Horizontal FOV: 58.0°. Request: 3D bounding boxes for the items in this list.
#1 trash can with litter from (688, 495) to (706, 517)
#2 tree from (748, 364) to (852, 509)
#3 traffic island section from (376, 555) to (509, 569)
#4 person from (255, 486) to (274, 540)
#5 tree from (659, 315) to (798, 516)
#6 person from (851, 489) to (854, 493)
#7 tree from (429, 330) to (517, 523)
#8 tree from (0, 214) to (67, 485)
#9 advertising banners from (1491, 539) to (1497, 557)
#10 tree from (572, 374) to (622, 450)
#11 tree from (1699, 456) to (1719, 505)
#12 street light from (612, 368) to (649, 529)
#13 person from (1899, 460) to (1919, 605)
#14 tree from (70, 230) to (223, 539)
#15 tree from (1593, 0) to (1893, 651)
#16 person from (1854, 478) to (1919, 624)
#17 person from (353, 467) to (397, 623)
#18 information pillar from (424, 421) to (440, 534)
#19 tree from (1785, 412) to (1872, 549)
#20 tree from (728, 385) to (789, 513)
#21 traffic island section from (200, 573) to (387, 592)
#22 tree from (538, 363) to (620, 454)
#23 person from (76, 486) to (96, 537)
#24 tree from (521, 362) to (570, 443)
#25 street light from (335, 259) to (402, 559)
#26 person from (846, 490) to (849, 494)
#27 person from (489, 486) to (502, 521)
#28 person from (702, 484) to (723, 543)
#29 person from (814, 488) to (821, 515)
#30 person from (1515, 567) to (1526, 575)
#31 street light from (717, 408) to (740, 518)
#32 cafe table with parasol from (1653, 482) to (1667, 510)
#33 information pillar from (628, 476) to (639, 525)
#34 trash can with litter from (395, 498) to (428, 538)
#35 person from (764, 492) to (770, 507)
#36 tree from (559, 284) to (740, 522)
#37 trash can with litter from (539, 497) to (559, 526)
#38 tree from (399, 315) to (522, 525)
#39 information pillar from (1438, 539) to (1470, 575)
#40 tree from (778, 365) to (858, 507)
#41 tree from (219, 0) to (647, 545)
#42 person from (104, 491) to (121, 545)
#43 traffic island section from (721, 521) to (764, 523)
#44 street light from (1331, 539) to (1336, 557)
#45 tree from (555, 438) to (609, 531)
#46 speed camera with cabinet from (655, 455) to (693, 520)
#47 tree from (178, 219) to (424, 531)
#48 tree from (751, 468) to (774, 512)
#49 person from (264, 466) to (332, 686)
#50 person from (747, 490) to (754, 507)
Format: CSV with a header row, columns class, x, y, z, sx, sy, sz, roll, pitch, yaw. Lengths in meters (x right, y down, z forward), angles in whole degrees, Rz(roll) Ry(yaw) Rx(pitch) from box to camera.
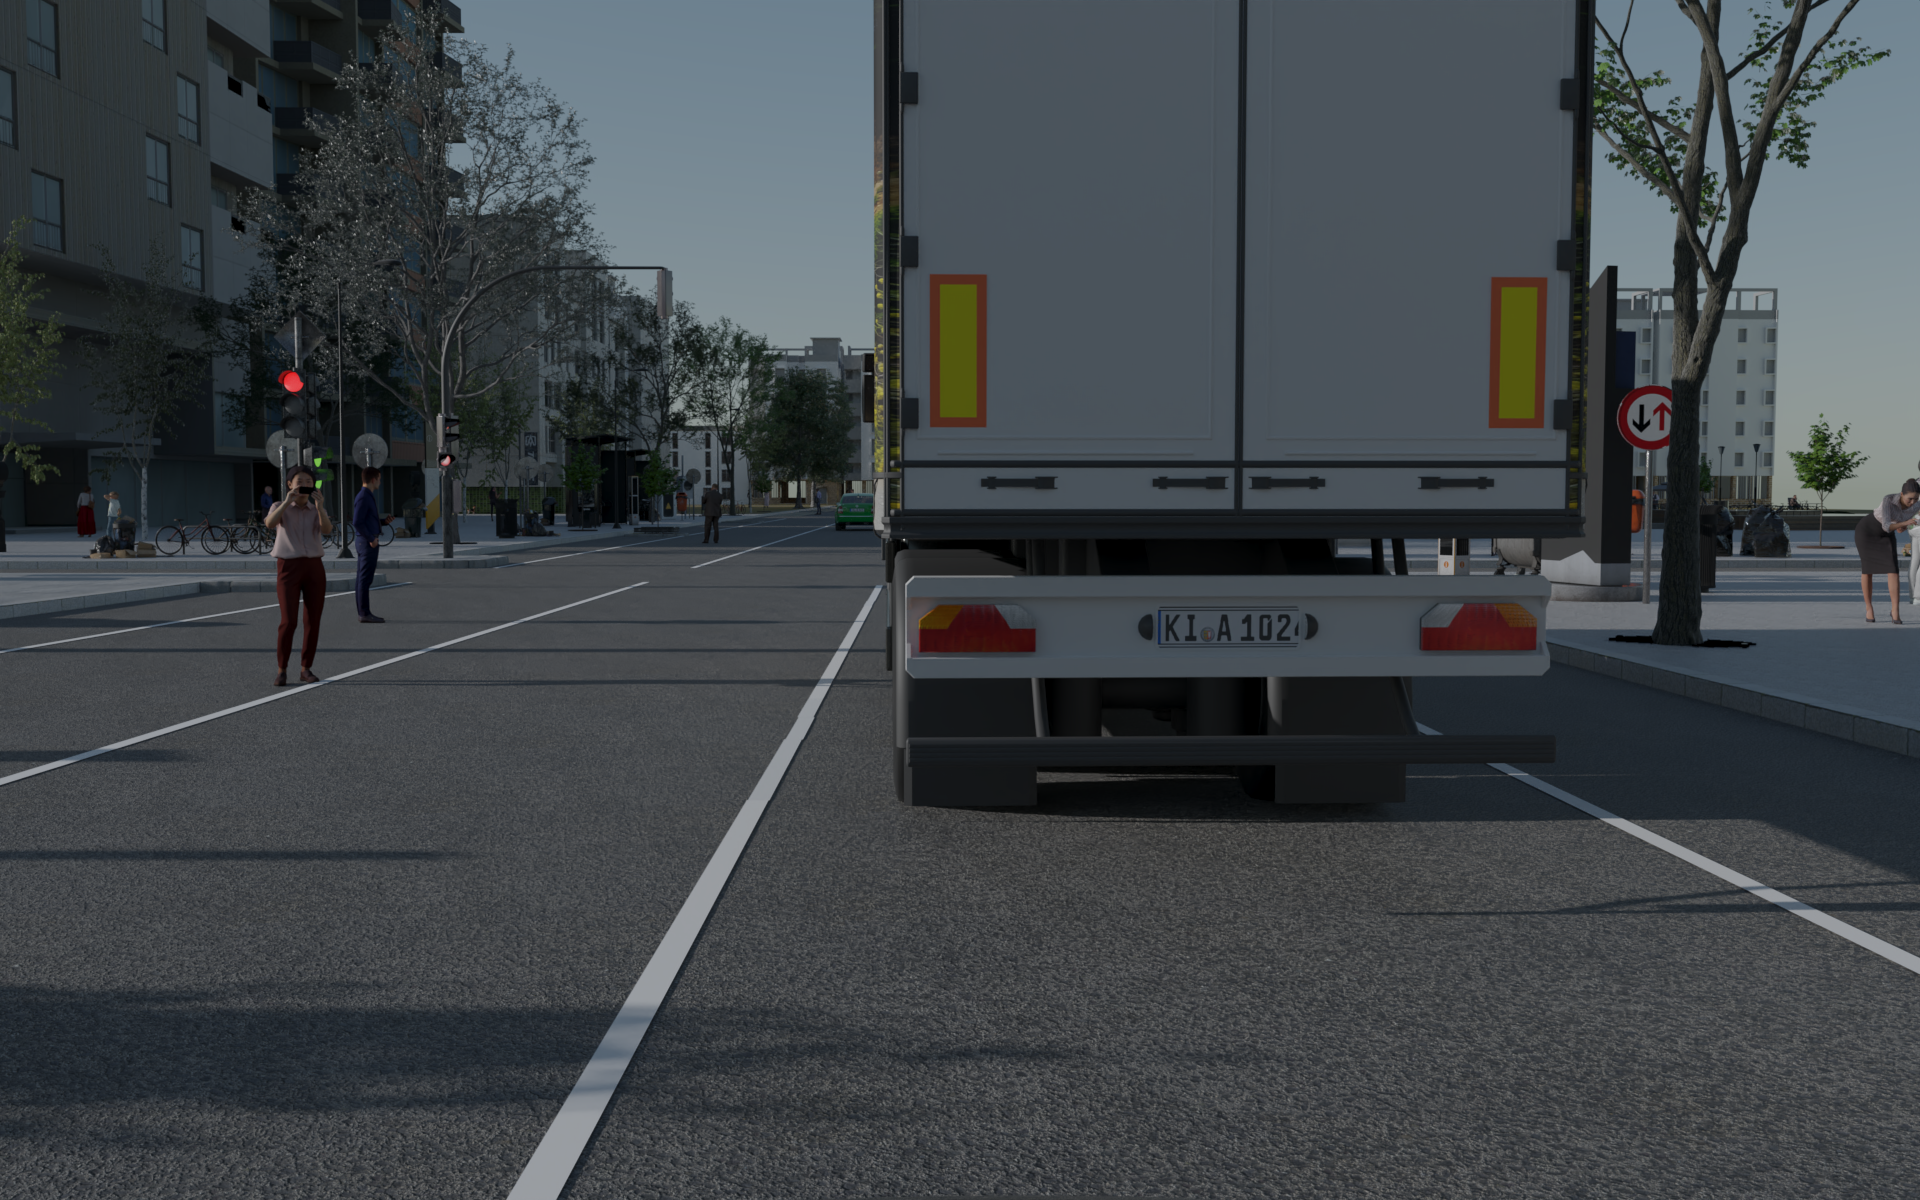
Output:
class,x,y,z,sx,sy,sz,roll,pitch,yaw
trash can with litter,-14.947,-5.389,99.174,1.678,1.210,2.233,2,4,26
tree,-14.114,-14.405,152.536,9.611,12.733,9.660,0,3,0
traffic island section,-10.265,-0.759,34.694,2.009,0.180,2.903,0,4,-1
person,-19.311,-2.419,48.296,0.600,1.496,0.574,2,4,30
tree,-13.600,-10.776,101.946,9.928,11.665,9.643,0,3,0
person,-7.064,-6.308,112.159,0.617,1.759,0.750,3,5,44
tree,-22.268,-7.808,78.024,4.360,8.622,3.978,0,3,0
tree,-23.896,-5.634,42.476,4.737,8.622,4.395,0,3,0
advertising banners,11.102,-2.432,35.958,0.090,3.025,2.074,1,4,22
tree,-22.984,-9.563,106.722,4.737,8.622,4.395,0,3,0
tree,34.358,-5.219,79.930,1.663,3.219,1.824,0,3,0
street light,-12.180,-5.596,64.036,1.470,5.913,1.316,0,4,-1
person,11.156,-0.814,20.080,0.376,1.734,0.841,1,4,17
tree,-23.094,-6.030,48.947,4.360,8.622,3.978,0,3,0
tree,6.315,-5.423,14.429,9.928,11.665,9.643,0,3,0
person,9.192,-0.481,17.093,0.628,1.438,0.799,-2,4,-34
person,-6.553,-0.621,19.363,0.504,1.737,0.576,-2,4,-27
information pillar,-16.924,-3.922,55.483,0.183,3.616,0.504,3,4,38
tree,20.314,-2.837,40.992,1.663,3.219,1.824,0,3,0
tree,-14.072,-10.229,117.603,4.737,8.622,4.395,0,3,0
traffic island section,-10.133,-0.271,26.710,2.009,0.180,2.903,0,4,-1
tree,-21.599,-9.006,97.612,4.360,8.622,3.978,0,3,0
person,-25.900,-2.618,51.315,0.523,1.526,0.387,-2,4,-25
tree,-23.299,-8.415,87.944,4.737,8.622,4.395,0,3,0
street light,-11.740,-3.785,34.426,1.470,5.913,1.316,0,4,-1
person,-7.505,-6.602,117.155,0.721,1.735,1.217,0,4,-5
person,-21.866,-4.526,81.509,0.593,1.643,0.415,-2,4,-25
person,-7.252,-2.530,50.551,0.600,1.739,0.565,3,5,39
person,-9.912,-6.812,119.748,0.599,1.838,0.709,1,4,17
person,8.345,-1.166,25.833,0.376,1.734,0.841,1,4,16
street light,-12.575,-7.421,93.867,1.470,5.913,1.316,0,4,-1
cafe table with parasol,37.646,-5.332,92.050,2.610,1.966,2.610,0,4,5
information pillar,-13.361,-4.060,70.876,0.304,2.012,0.304,-3,4,-37
trash can with litter,-16.099,-2.405,50.707,0.624,1.170,1.055,1,4,12
person,-18.537,-9.756,166.229,0.551,1.740,0.621,-2,4,-25
tree,-13.974,-8.770,77.808,8.767,10.594,7.601,0,4,-2
trash can with litter,-16.667,-3.594,70.152,0.624,1.170,1.055,0,4,-1
tree,-21.162,-7.419,71.662,4.737,8.622,4.395,0,3,0
information pillar,6.658,-1.150,23.301,0.304,2.012,0.304,-2,4,-30
tree,-14.542,-16.286,172.924,9.857,13.997,8.962,0,3,0
tree,-13.096,-8.166,43.888,12.009,13.543,11.850,0,3,0
person,-20.670,-1.971,42.184,0.340,1.345,0.435,0,4,-5
traffic island section,-10.790,-3.879,86.287,1.991,0.108,1.994,0,4,-1
street light,5.259,-3.321,26.833,1.470,5.913,1.316,0,4,-1
tree,-13.130,-4.000,60.009,1.663,3.219,1.824,0,3,0
speed camera with cabinet,-14.485,-5.712,87.720,0.660,3.252,2.038,3,5,44
tree,-21.921,-7.641,59.346,7.601,10.594,8.767,1,4,14
tree,-14.200,-7.930,124.257,1.663,3.219,1.824,0,3,0
person,-4.962,-0.191,13.076,0.517,1.644,0.566,0,4,8
person,-20.094,-9.741,166.127,0.721,1.723,1.217,-3,4,-36
